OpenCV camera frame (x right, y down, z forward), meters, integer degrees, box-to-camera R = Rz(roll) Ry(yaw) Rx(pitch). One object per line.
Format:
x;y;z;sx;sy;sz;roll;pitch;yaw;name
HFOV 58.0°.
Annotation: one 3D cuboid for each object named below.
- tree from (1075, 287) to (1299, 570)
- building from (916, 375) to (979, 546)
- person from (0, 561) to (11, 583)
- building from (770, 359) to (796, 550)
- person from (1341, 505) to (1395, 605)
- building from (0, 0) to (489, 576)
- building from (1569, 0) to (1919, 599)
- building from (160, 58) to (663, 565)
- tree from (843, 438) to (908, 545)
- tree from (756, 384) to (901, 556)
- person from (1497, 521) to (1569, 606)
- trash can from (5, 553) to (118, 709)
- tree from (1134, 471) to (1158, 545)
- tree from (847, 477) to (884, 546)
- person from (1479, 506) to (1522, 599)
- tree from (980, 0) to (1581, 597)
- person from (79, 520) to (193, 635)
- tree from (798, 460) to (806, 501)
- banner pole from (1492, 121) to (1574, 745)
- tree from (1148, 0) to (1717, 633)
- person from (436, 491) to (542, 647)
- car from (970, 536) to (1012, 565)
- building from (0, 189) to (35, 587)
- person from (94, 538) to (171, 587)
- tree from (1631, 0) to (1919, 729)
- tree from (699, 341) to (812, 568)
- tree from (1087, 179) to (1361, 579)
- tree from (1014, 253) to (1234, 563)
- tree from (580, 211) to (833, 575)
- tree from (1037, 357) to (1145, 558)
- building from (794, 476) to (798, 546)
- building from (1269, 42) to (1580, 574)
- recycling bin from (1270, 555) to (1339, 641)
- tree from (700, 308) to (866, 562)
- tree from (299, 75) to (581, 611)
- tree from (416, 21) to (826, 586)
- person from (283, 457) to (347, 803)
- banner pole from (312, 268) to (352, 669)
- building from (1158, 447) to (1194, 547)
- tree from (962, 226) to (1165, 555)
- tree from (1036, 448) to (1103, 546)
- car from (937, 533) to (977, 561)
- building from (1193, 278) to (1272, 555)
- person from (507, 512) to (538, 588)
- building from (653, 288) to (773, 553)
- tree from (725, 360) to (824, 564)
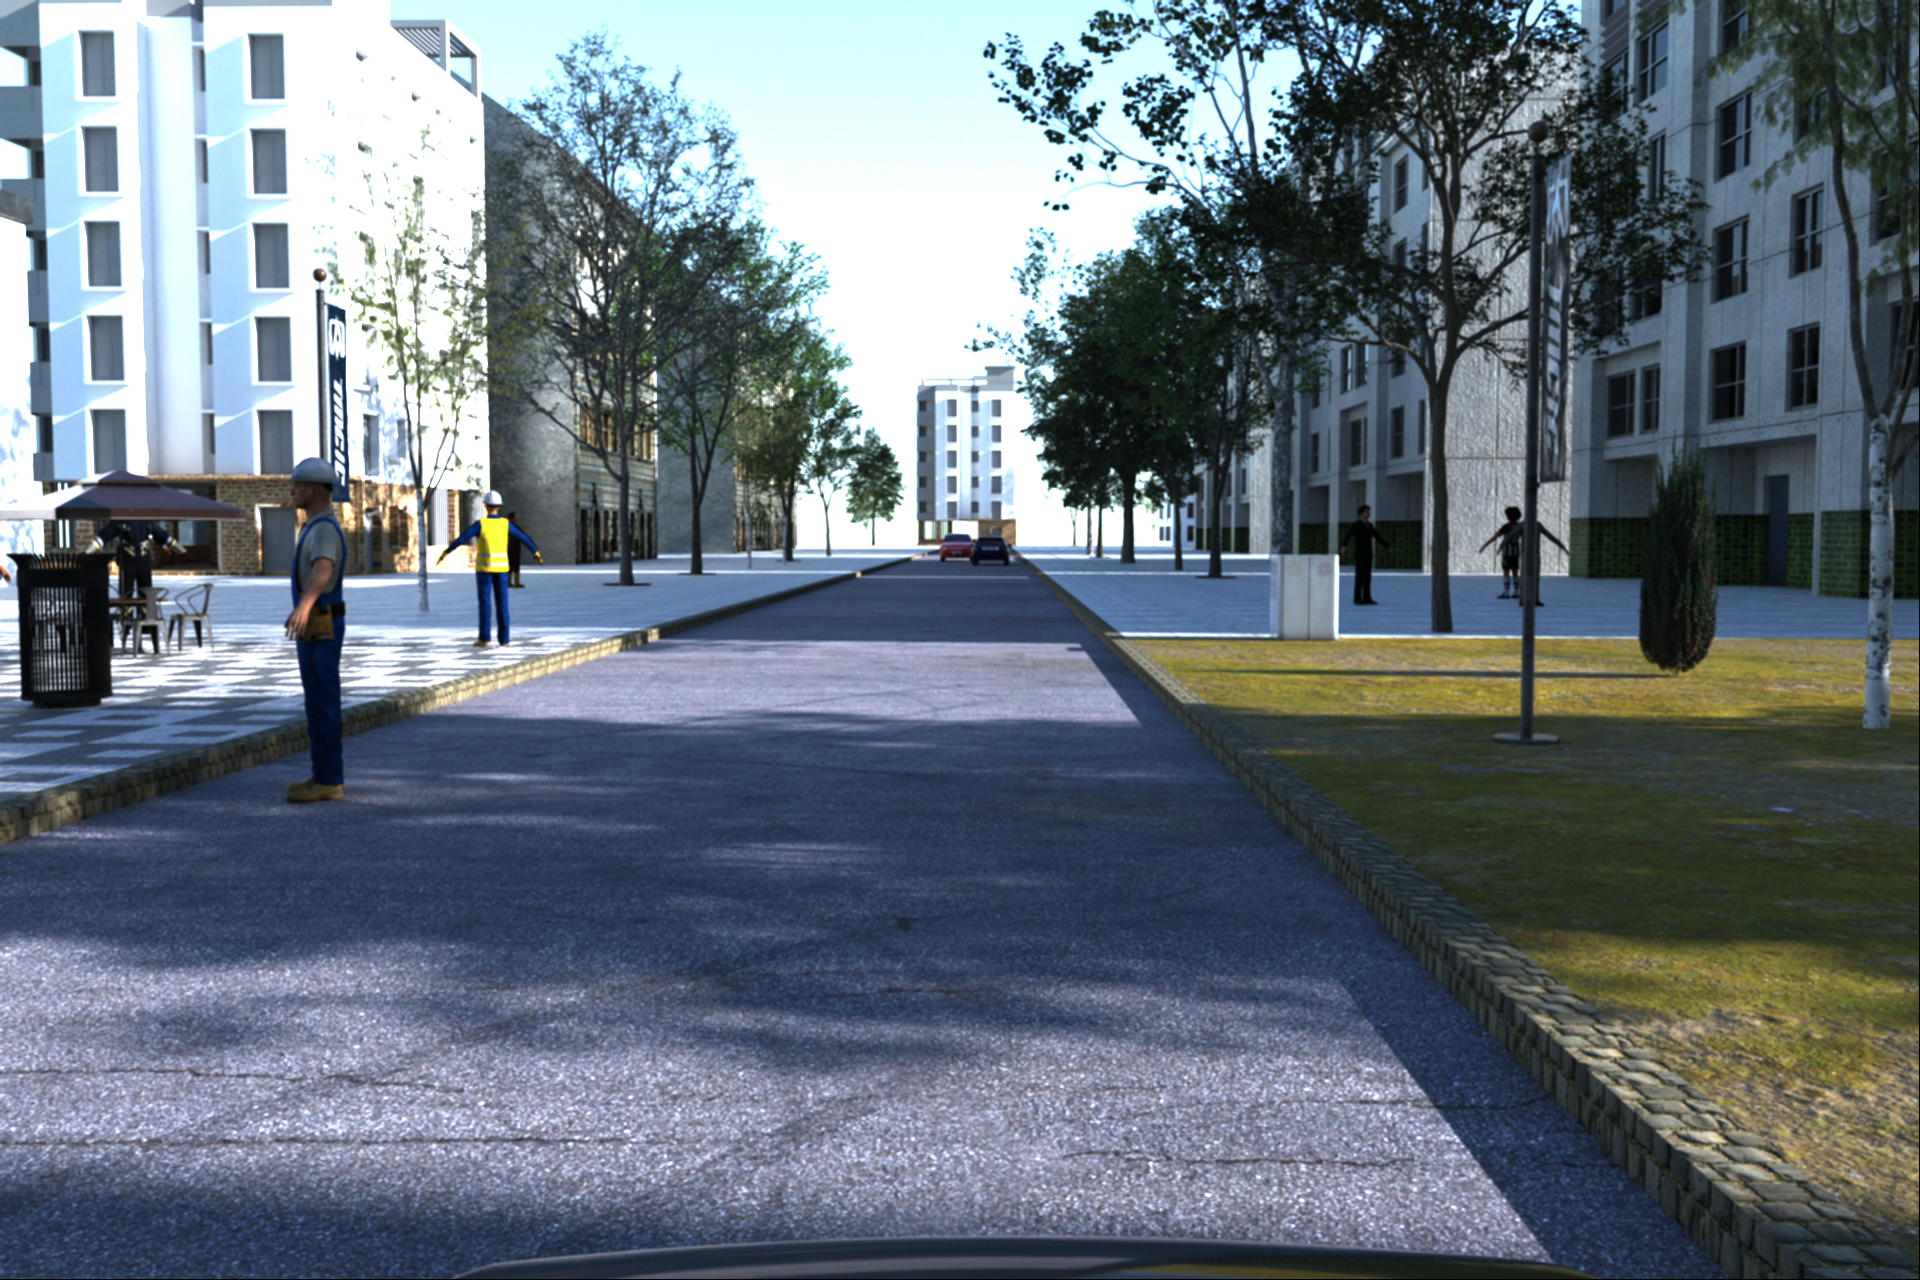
7.904;-7.779;61.593;8.767;10.594;7.601;1;4;17;tree
-4.712;-20.822;199.311;11.380;20.090;16.016;0;4;7;building
-7.816;-0.427;13.160;0.705;1.806;1.347;1;4;14;person
-24.055;-19.252;145.700;19.493;23.208;18.063;0;4;0;building
7.366;-1.548;31.499;1.347;1.806;0.705;-2;4;-35;person
-23.553;-12.119;54.559;16.016;20.090;11.380;0;4;0;building
26.127;-10.312;35.062;16.747;18.905;31.486;0;4;1;building
-25.013;-15.241;80.112;19.493;23.208;18.063;0;4;0;building
-9.598;-17.239;199.988;7.486;12.596;7.792;0;3;0;tree
-7.649;-10.182;100.881;8.767;10.594;7.601;-1;4;-9;tree
10.148;-1.499;30.775;1.348;1.796;0.705;0;4;-8;person
-6.670;-0.077;12.908;0.748;1.137;0.748;0;3;0;trash can
22.031;-14.958;194.933;4.360;8.622;3.978;0;3;0;tree
-10.069;-14.834;192.896;4.360;8.622;3.978;0;3;0;tree
10.928;-1.728;34.393;1.345;1.843;0.704;-1;4;-21;person
6.819;-11.005;35.828;12.611;20.169;13.585;0;3;0;tree
-10.527;-0.998;22.101;1.354;1.856;0.705;-3;4;-37;person
-21.260;-16.551;196.366;9.928;11.665;9.643;0;3;0;tree
3.504;-1.246;10.384;0.401;3.779;0.863;0;4;1;banner pole
5.973;-5.377;22.321;7.601;10.594;8.767;-1;4;-11;tree
-5.366;-0.816;19.805;1.216;1.772;0.721;-2;4;-31;person
1.449;-4.175;80.835;1.945;1.354;3.894;0;4;2;car
-24.217;-5.359;29.765;9.099;9.664;28.070;0;4;1;building
-14.591;-1.457;30.548;1.216;1.740;0.721;-2;4;-25;person
6.100;-3.736;11.441;4.360;8.622;3.978;0;3;0;tree
-8.099;-6.978;64.450;4.360;8.622;3.978;0;3;0;tree
7.583;-7.596;49.955;9.928;11.665;9.643;0;3;0;tree
7.333;-10.380;76.369;9.857;13.997;8.962;0;3;0;tree
-8.188;-7.878;54.567;9.928;11.665;9.643;0;3;0;tree
7.662;-10.208;92.660;9.928;11.665;9.643;0;3;0;tree
-26.129;-18.689;172.021;16.747;18.905;31.486;0;4;1;building
23.709;-12.516;71.088;16.747;18.905;31.486;0;4;1;building
4.187;-0.523;21.101;0.722;1.027;0.722;0;4;2;recycling bin
-8.112;-9.476;80.696;9.928;11.665;9.643;0;3;0;tree
-9.152;-4.793;28.730;4.360;8.622;3.978;0;3;0;tree
-8.449;-8.097;42.755;12.009;13.543;11.850;0;3;0;tree
-3.507;-0.066;9.396;0.705;1.847;1.347;-1;4;-19;person
-6.019;-1.629;16.645;0.401;3.779;0.863;0;4;2;banner pole
24.829;-13.709;166.284;9.099;9.664;28.070;0;4;1;building
7.036;-15.389;107.497;12.611;20.169;13.585;0;3;0;tree
12.569;-16.281;191.945;9.928;11.665;9.643;0;3;0;tree
-0.131;-5.079;92.085;2.155;1.783;4.494;0;4;1;car
27.625;-16.019;128.374;16.747;18.905;31.486;0;4;1;building
-10.704;-2.166;41.552;1.346;1.812;0.704;2;4;28;person
-24.120;-18.012;125.425;19.493;23.208;18.063;0;4;2;building
-7.599;-7.528;73.442;4.737;8.622;4.395;0;3;0;tree
